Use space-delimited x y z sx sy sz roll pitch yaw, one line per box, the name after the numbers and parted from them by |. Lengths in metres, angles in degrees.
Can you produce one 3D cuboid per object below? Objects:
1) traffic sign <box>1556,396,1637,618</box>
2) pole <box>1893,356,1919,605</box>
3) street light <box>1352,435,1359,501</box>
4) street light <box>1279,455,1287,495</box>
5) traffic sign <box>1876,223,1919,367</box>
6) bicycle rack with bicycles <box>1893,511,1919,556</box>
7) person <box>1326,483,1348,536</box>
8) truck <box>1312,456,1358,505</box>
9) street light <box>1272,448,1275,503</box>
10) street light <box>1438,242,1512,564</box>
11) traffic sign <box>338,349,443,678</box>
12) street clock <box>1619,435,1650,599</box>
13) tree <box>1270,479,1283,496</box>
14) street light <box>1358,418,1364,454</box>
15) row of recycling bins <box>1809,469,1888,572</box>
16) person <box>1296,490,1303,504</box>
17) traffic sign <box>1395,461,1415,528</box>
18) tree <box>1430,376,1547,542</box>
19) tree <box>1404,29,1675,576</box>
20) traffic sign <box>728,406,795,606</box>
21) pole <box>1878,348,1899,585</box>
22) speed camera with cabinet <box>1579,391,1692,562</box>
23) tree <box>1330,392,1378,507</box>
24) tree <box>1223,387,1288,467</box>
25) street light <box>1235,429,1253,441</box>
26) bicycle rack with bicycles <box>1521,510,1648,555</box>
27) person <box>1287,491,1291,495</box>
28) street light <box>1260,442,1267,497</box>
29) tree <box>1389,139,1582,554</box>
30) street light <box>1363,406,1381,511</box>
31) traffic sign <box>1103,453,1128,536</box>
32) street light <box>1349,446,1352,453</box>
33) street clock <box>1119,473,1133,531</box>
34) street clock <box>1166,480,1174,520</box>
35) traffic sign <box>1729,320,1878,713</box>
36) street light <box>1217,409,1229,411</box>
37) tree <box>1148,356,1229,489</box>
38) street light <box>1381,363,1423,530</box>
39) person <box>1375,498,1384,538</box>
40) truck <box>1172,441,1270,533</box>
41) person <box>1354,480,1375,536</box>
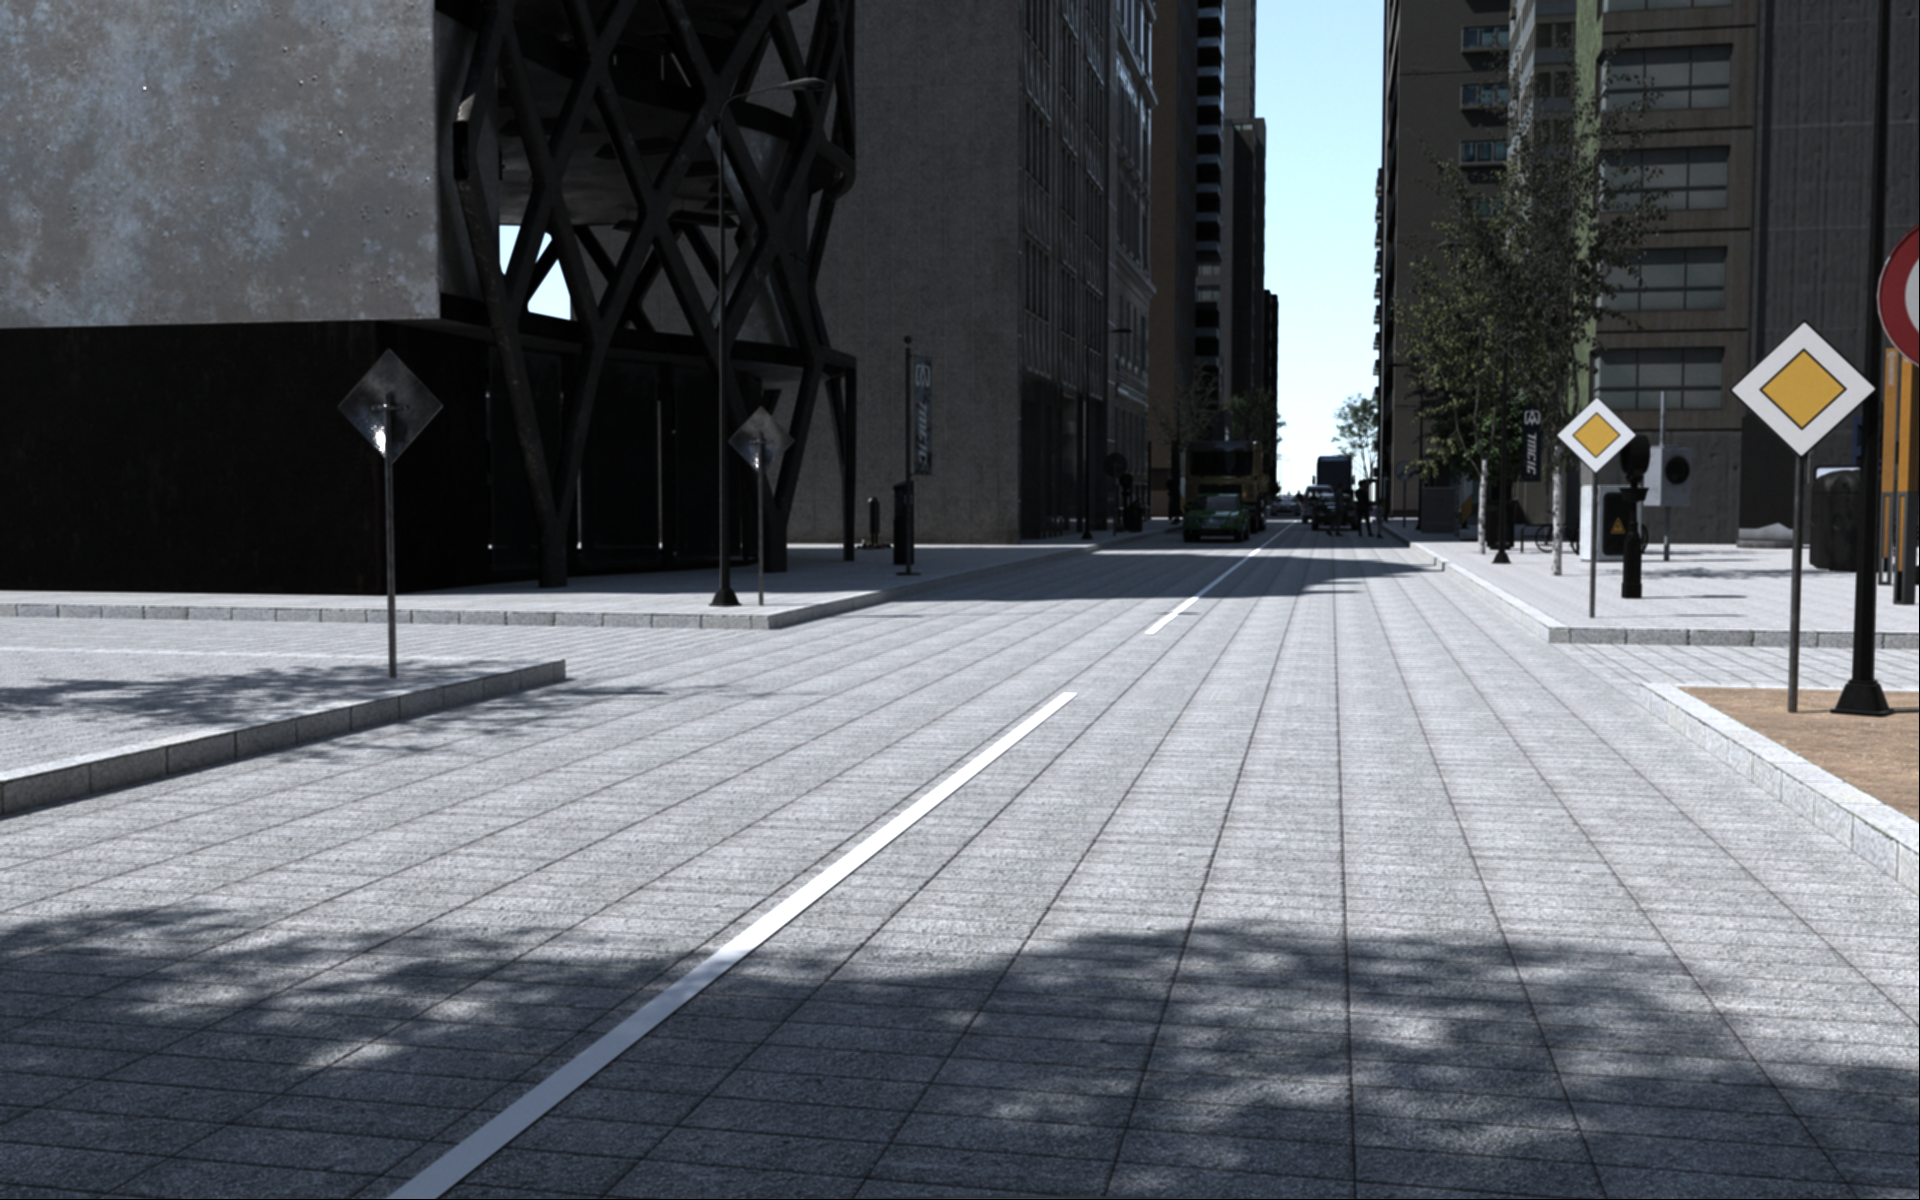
6.560 -0.873 17.919 0.795 2.450 0.064 1 4 12 | traffic sign
10.966 -1.601 20.018 0.158 3.312 0.155 0 3 0 | pole
31.523 -9.937 135.008 1.470 5.913 1.316 1 4 12 | street light
37.612 -14.233 205.244 1.470 5.913 1.316 1 4 12 | street light
4.481 -0.466 7.719 0.768 2.556 0.104 1 4 21 | traffic sign
20.177 -1.442 36.954 2.925 0.926 2.852 -1 4 -11 | bicycle rack with bicycles
12.992 -3.101 59.317 0.853 1.813 0.709 -1 4 -15 | person
25.254 -7.736 116.243 2.967 4.110 18.799 1 4 11 | truck
31.325 -12.431 175.783 1.470 5.913 1.316 1 4 12 | street light
9.500 -3.637 32.008 1.470 5.913 1.316 1 4 12 | street light
-3.953 -0.512 12.018 0.795 2.450 0.064 1 4 12 | traffic sign
8.280 -1.023 21.295 0.358 2.002 0.471 0 4 5 | street clock
40.537 -13.914 222.087 1.663 3.219 1.824 0 3 0 | tree
25.192 -8.134 105.536 1.470 5.913 1.316 1 4 12 | street light
15.355 -1.401 30.026 1.069 1.692 3.534 1 4 20 | row of recycling bins
29.714 -8.734 151.855 0.990 1.755 0.434 3 5 43 | person
16.989 -4.039 66.144 0.768 2.556 0.104 1 4 20 | traffic sign
14.521 -3.896 47.415 4.285 4.588 4.351 0 3 0 | tree
9.163 -4.688 27.004 4.360 8.622 3.978 0 3 0 | tree
-2.280 -0.990 19.827 0.795 2.450 0.064 1 4 12 | traffic sign
13.041 -1.864 24.316 0.158 3.312 0.155 0 3 0 | pole
12.881 -2.363 32.979 2.038 3.252 0.660 -1 4 -14 | speed camera with cabinet
41.273 -15.224 174.670 9.928 11.665 9.643 0 3 0 | tree
27.933 -14.822 168.092 9.928 11.665 9.643 0 3 0 | tree
20.238 -9.266 124.038 1.470 5.913 1.316 1 4 12 | street light
13.724 -1.480 37.588 2.925 0.926 2.852 -1 4 -20 | bicycle rack with bicycles
33.938 -10.396 179.001 1.217 1.766 0.721 2 4 35 | person
26.462 -11.058 153.342 1.470 5.913 1.316 1 4 12 | street light
11.166 -5.294 36.916 4.737 8.622 4.395 0 3 0 | tree
22.198 -7.269 91.392 1.470 5.913 1.316 1 4 12 | street light
4.752 -3.244 53.139 0.768 2.556 0.104 1 4 21 | traffic sign
38.083 -11.809 165.611 1.470 5.913 1.316 1 4 12 | street light
5.795 -3.421 60.509 0.471 2.002 0.358 0 4 -7 | street clock
10.582 -5.041 86.993 0.471 2.002 0.358 1 4 13 | street clock
4.887 -0.396 10.110 0.795 2.450 0.064 1 4 12 | traffic sign
13.964 -7.479 94.820 1.470 5.913 1.316 1 4 12 | street light
12.087 -8.652 91.823 4.360 8.622 3.978 0 3 0 | tree
15.828 -5.444 61.553 1.470 5.913 1.316 1 4 12 | street light
13.691 -2.669 56.409 0.394 1.301 0.425 -2 4 -33 | person
10.097 -4.242 65.280 3.469 3.379 9.791 1 4 13 | truck
13.747 -3.124 58.948 0.648 1.900 0.474 3 5 43 | person
